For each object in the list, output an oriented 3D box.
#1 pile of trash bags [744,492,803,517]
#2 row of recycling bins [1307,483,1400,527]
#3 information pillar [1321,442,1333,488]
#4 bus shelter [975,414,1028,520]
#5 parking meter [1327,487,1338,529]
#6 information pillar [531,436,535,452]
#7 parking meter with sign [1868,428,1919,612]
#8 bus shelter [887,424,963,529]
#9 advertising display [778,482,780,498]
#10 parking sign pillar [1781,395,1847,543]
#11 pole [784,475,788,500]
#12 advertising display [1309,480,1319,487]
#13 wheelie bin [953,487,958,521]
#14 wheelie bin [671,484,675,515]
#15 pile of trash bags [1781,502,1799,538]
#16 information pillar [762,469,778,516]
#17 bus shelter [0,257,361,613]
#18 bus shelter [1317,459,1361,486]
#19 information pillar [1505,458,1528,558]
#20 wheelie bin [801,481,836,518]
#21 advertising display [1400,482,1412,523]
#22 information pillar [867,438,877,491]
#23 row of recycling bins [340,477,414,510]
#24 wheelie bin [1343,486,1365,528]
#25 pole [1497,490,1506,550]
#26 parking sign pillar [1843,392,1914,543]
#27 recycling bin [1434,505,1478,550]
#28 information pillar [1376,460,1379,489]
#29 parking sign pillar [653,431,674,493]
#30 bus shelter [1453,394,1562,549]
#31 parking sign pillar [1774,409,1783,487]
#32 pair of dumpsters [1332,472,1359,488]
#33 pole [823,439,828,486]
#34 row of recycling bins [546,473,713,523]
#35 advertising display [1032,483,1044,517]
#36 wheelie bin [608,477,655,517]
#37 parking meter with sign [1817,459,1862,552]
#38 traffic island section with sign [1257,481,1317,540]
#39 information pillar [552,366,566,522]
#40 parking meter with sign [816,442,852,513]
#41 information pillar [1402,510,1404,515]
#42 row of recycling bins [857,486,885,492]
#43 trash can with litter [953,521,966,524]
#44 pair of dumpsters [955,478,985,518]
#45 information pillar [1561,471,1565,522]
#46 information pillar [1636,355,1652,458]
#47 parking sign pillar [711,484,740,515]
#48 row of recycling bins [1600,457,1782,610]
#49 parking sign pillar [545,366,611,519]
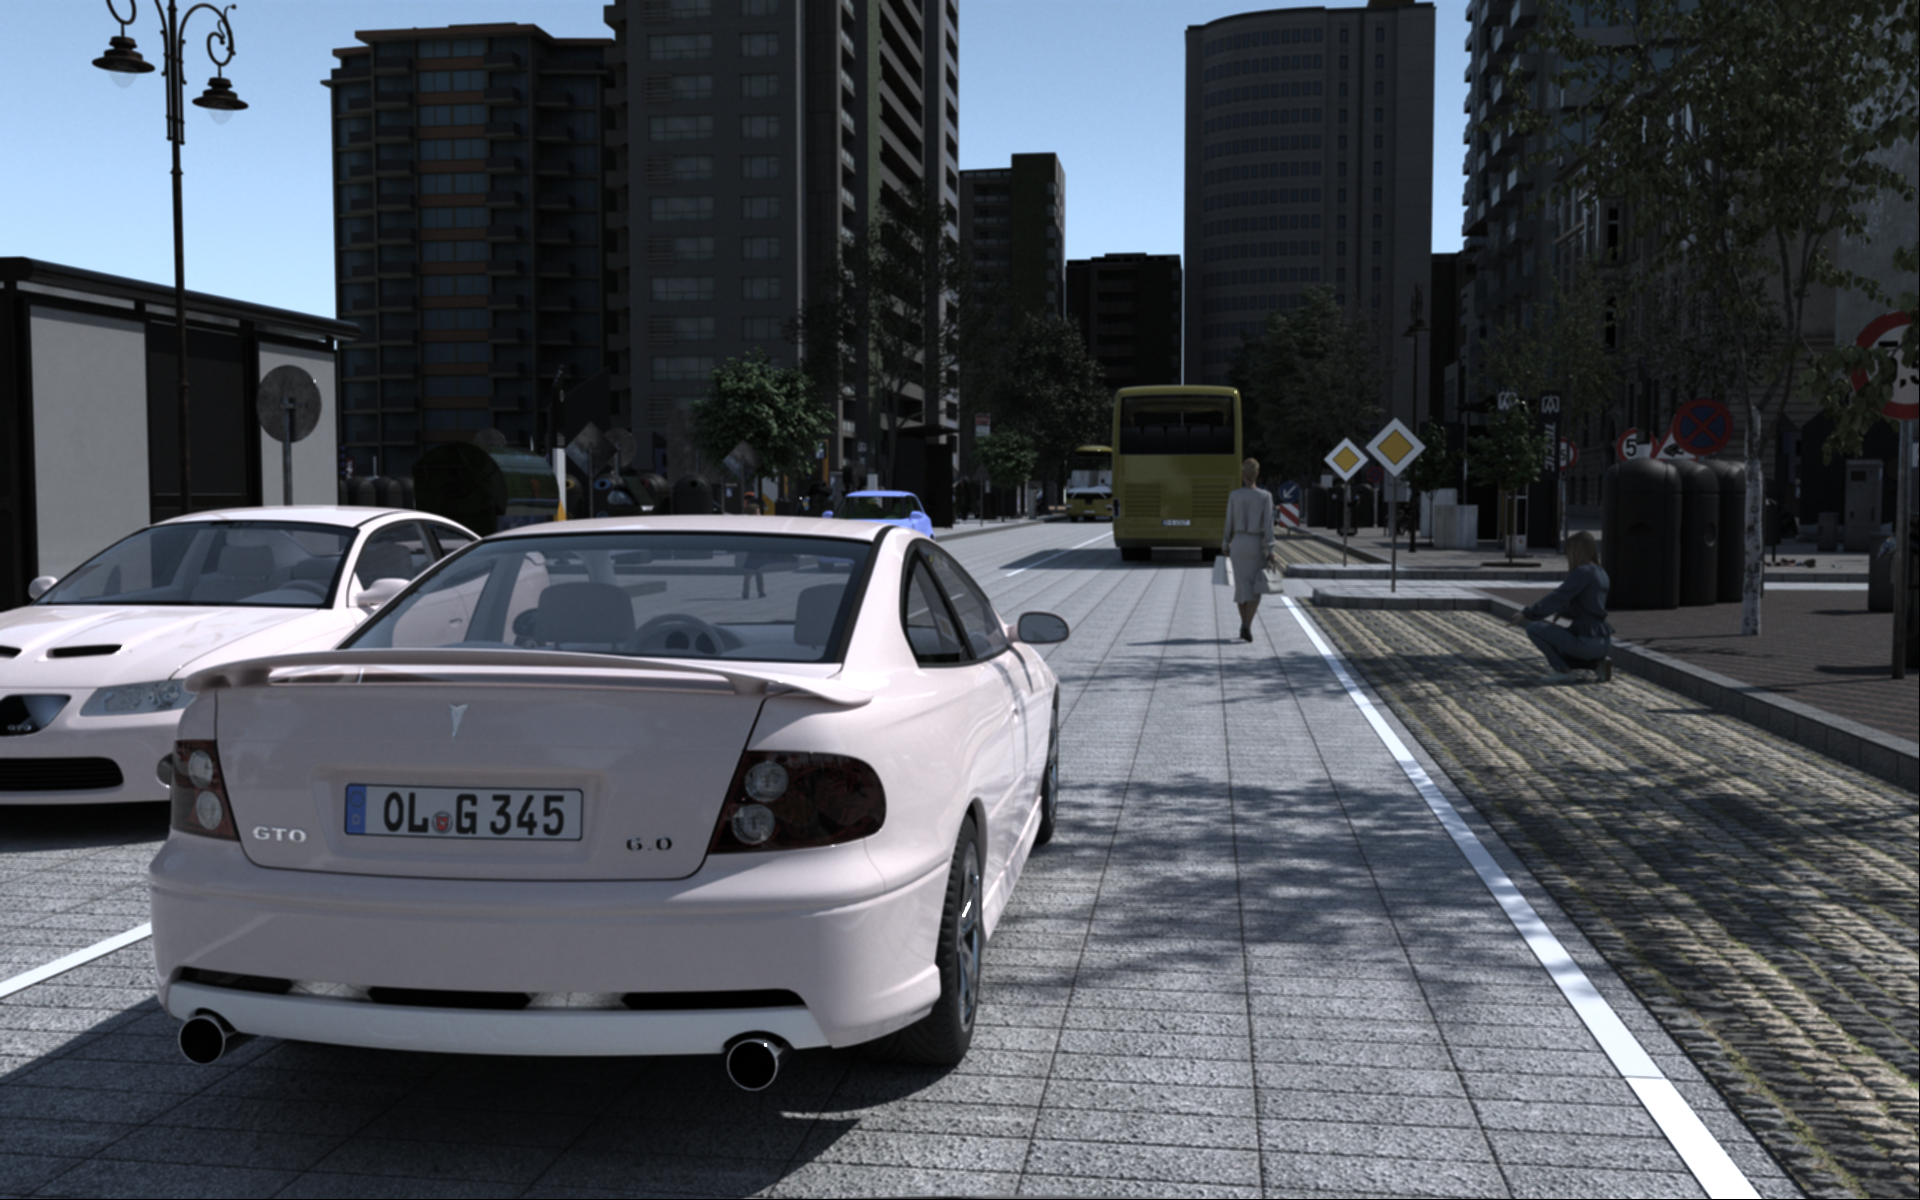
[{"bbox_3d":[-8.351,-4.315,80.302,3.447,1.369,1.912,0,4,-1],"label":"pile of trash bags"},{"bbox_3d":[15.276,-3.681,67.303,3.534,1.692,1.069,1,4,16],"label":"row of recycling bins"},{"bbox_3d":[15.817,-5.095,74.652,0.504,3.616,0.183,1,4,22],"label":"information pillar"},{"bbox_3d":[2.213,-6.821,89.163,2.179,5.291,8.768,0,4,8],"label":"bus shelter"},{"bbox_3d":[13.578,-3.350,63.183,0.372,1.533,0.369,0,3,0],"label":"parking meter"},{"bbox_3d":[-17.070,-4.769,69.329,0.183,3.616,0.504,-1,4,-23],"label":"information pillar"},{"bbox_3d":[10.809,-1.402,19.180,1.738,3.016,0.543,-2,4,-29],"label":"parking meter with sign"},{"bbox_3d":[-1.198,-4.277,61.217,1.731,3.624,6.357,1,4,8],"label":"bus shelter"},{"bbox_3d":[-9.491,-5.217,90.509,0.123,1.923,0.974,0,4,-8],"label":"advertising display"},{"bbox_3d":[23.074,-3.524,46.091,1.447,3.967,1.447,-2,4,-25],"label":"parking sign pillar"},{"bbox_3d":[-10.493,-6.753,104.247,0.158,3.312,0.155,0,3,0],"label":"pole"},{"bbox_3d":[16.721,-4.693,81.942,0.123,1.923,0.974,2,4,32],"label":"advertising display"},{"bbox_3d":[-0.536,-4.451,80.678,0.980,1.594,0.693,2,4,34],"label":"wheelie bin"},{"bbox_3d":[-8.485,-2.764,53.105,0.980,1.594,0.693,2,4,25],"label":"wheelie bin"},{"bbox_3d":[24.029,-2.522,50.981,3.447,1.369,1.912,0,4,-2],"label":"pile of trash bags"},{"bbox_3d":[-5.735,-3.736,52.445,0.504,3.616,0.183,-1,4,-18],"label":"information pillar"},{"bbox_3d":[-8.987,-2.404,16.939,2.179,5.291,8.768,1,4,8],"label":"bus shelter"},{"bbox_3d":[18.188,-5.443,82.918,2.014,3.302,5.546,1,4,8],"label":"bus shelter"},{"bbox_3d":[11.203,-1.857,34.849,0.304,2.012,0.304,-1,4,-20],"label":"information pillar"},{"bbox_3d":[-3.527,-2.181,43.565,0.693,1.594,0.980,2,4,32],"label":"wheelie bin"},{"bbox_3d":[20.077,-4.437,77.753,0.123,1.923,0.974,-2,4,-24],"label":"advertising display"},{"bbox_3d":[-3.627,-4.931,71.970,0.504,3.616,0.183,3,5,39],"label":"information pillar"},{"bbox_3d":[-14.174,-2.108,41.579,1.069,1.692,3.534,1,4,21],"label":"row of recycling bins"},{"bbox_3d":[14.968,-3.535,65.709,0.693,1.594,0.980,-1,4,-21],"label":"wheelie bin"},{"bbox_3d":[12.509,-2.819,39.926,0.158,3.312,0.155,0,3,0],"label":"pole"},{"bbox_3d":[22.486,-3.290,42.260,1.447,3.967,1.447,2,4,26],"label":"parking sign pillar"},{"bbox_3d":[11.467,-1.683,40.066,0.722,1.027,0.722,-2,4,-34],"label":"recycling bin"},{"bbox_3d":[19.296,-5.428,80.103,0.183,3.616,0.504,0,4,3],"label":"information pillar"},{"bbox_3d":[-12.338,-5.193,73.379,1.447,3.967,1.447,-1,4,-13],"label":"parking sign pillar"},{"bbox_3d":[13.773,-3.213,43.818,1.731,3.624,6.357,1,4,8],"label":"bus shelter"},{"bbox_3d":[26.479,-4.068,54.992,1.447,3.967,1.447,-2,4,-27],"label":"parking sign pillar"},{"bbox_3d":[16.970,-4.605,77.784,1.574,2.255,4.437,0,4,8],"label":"pair of dumpsters"},{"bbox_3d":[-5.008,-4.320,64.483,0.158,3.312,0.155,0,3,0],"label":"pole"},{"bbox_3d":[-6.621,-1.677,34.534,3.534,1.692,1.069,1,4,10],"label":"row of recycling bins"},{"bbox_3d":[4.427,-5.662,97.788,0.123,1.923,0.974,-2,4,-34],"label":"advertising display"},{"bbox_3d":[-6.040,-1.457,31.736,0.693,1.594,0.980,1,4,14],"label":"wheelie bin"},{"bbox_3d":[19.908,-2.563,38.163,1.738,3.016,0.543,3,4,38],"label":"parking meter with sign"},{"bbox_3d":[10.288,-2.829,54.876,1.989,1.847,2.006,0,4,8],"label":"traffic island section with sign"},{"bbox_3d":[-7.288,-2.456,31.506,0.183,3.616,0.504,0,4,5],"label":"information pillar"},{"bbox_3d":[-4.022,-3.824,58.787,1.738,3.016,0.543,-3,4,-38],"label":"parking meter with sign"},{"bbox_3d":[26.302,-5.987,102.386,0.304,2.012,0.304,-1,4,-14],"label":"information pillar"},{"bbox_3d":[-4.387,-4.772,85.138,1.069,1.692,3.534,1,4,13],"label":"row of recycling bins"},{"bbox_3d":[-0.574,-3.869,74.309,1.678,1.210,2.233,0,4,-2],"label":"trash can with litter"},{"bbox_3d":[0.607,-5.547,93.188,1.574,2.255,4.437,0,4,8],"label":"pair of dumpsters"},{"bbox_3d":[27.991,-5.441,80.309,0.183,3.616,0.504,2,4,25],"label":"information pillar"},{"bbox_3d":[11.454,-2.307,29.075,0.183,3.616,0.504,0,4,4],"label":"information pillar"},{"bbox_3d":[-9.245,-4.872,68.133,1.447,3.967,1.447,2,4,35],"label":"parking sign pillar"},{"bbox_3d":[8.649,-0.819,20.511,1.069,1.692,3.534,3,5,43],"label":"row of recycling bins"},{"bbox_3d":[-8.014,-2.929,36.369,1.447,3.967,1.447,-2,4,-26],"label":"parking sign pillar"}]
